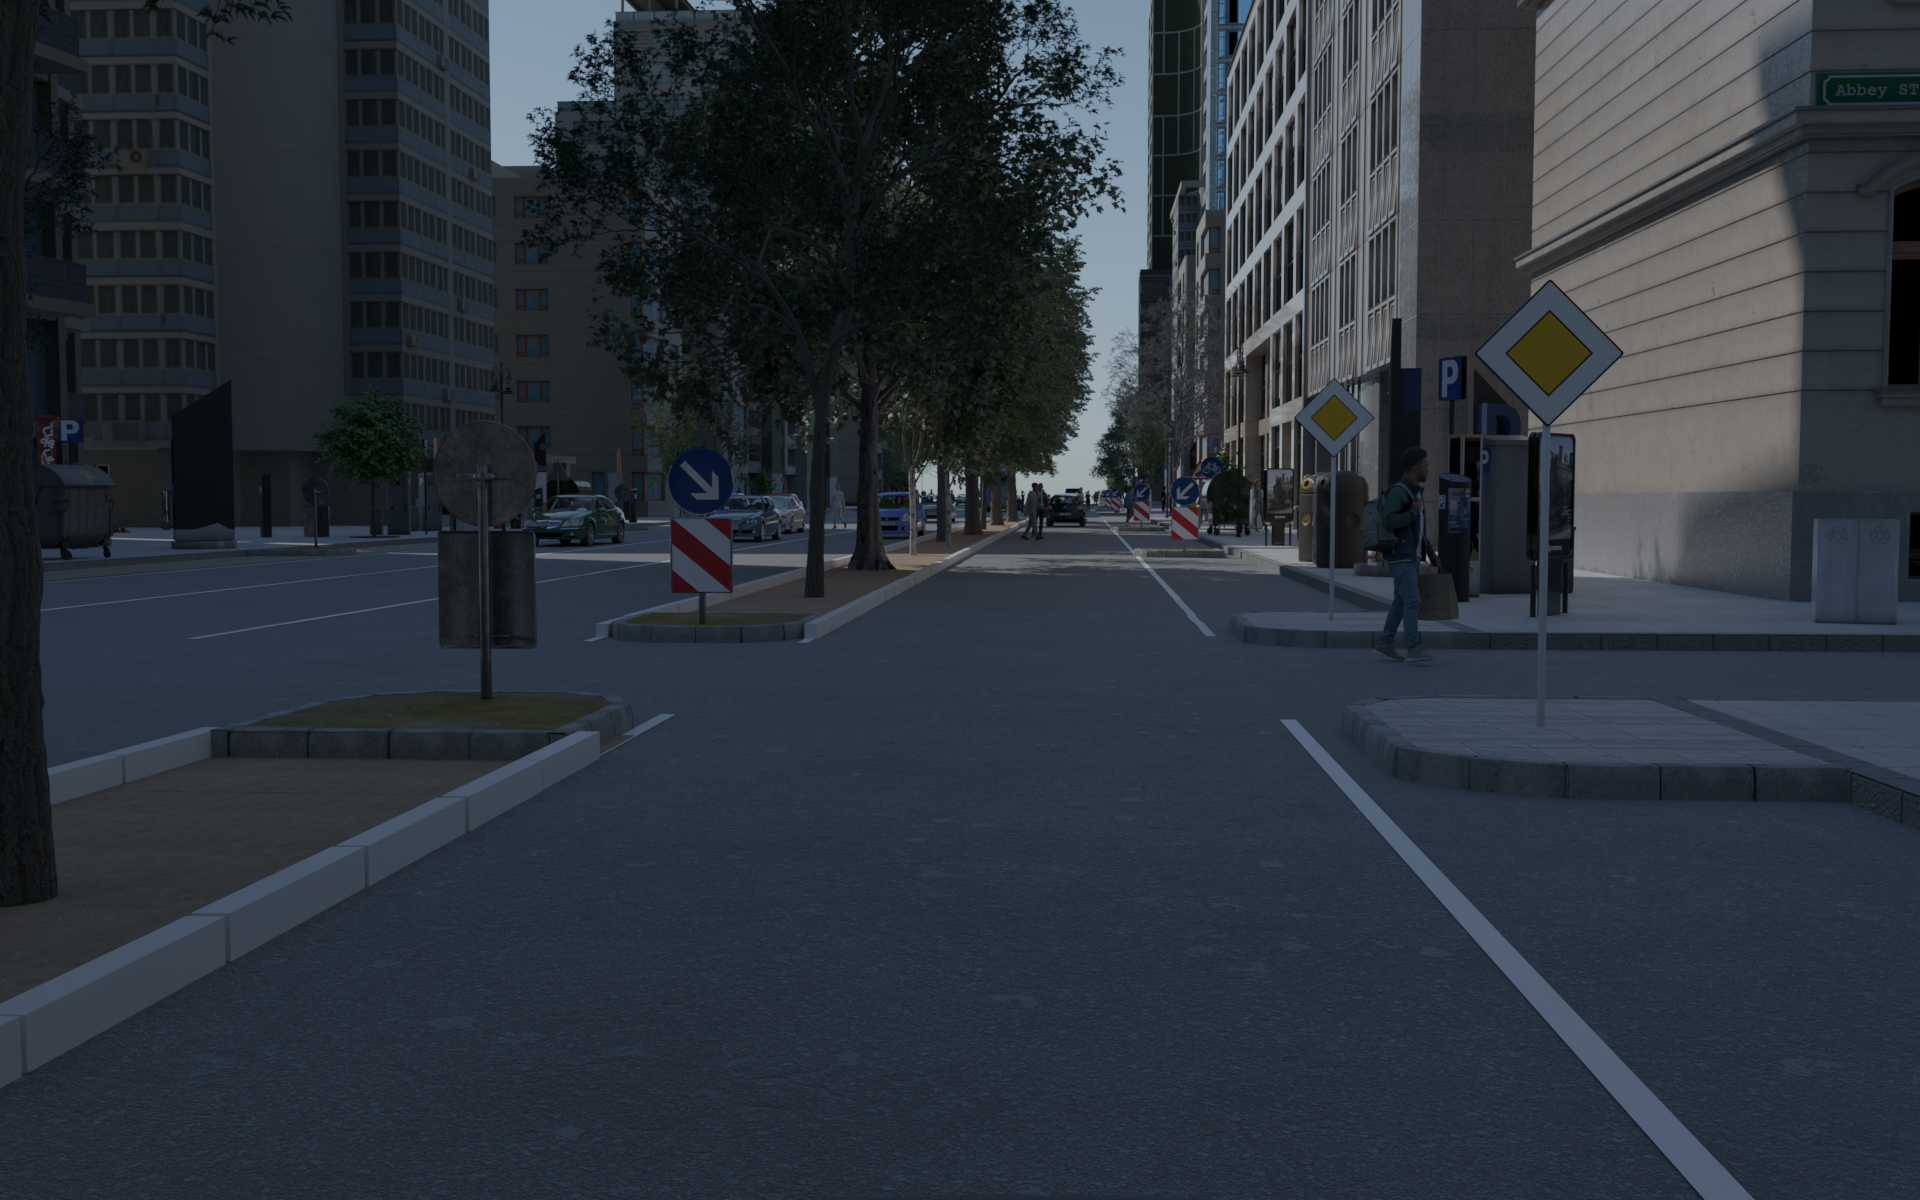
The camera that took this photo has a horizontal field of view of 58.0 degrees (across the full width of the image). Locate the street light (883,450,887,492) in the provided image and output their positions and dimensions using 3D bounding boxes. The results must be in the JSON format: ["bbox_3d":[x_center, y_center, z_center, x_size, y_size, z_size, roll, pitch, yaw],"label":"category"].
[{"bbox_3d":[-7.726,-12.619,179.103,0.468,5.910,1.993,0,4,4],"label":"street light"}]

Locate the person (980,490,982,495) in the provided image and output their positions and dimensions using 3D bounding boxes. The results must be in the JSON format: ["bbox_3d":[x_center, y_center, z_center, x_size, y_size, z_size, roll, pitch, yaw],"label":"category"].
[{"bbox_3d":[1.597,-6.176,110.205,0.721,1.743,1.217,0,4,-1],"label":"person"}]

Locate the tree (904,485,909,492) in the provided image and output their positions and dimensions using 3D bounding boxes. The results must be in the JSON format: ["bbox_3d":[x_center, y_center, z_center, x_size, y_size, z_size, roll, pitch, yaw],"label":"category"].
[{"bbox_3d":[-6.386,-13.269,211.545,1.663,3.219,1.824,0,3,0],"label":"tree"}]

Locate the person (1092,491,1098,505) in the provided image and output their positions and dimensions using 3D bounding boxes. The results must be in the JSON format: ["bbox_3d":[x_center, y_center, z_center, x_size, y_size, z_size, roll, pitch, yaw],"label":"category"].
[{"bbox_3d":[16.184,-12.126,207.315,0.990,1.755,0.434,3,5,39],"label":"person"}]

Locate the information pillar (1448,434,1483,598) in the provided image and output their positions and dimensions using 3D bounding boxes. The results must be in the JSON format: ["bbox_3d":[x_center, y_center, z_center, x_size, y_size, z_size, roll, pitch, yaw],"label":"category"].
[{"bbox_3d":[6.259,-1.040,21.503,0.304,2.012,0.304,-1,4,-19],"label":"information pillar"}]

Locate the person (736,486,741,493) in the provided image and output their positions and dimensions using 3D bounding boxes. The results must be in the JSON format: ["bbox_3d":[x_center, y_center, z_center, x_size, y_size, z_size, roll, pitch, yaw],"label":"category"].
[{"bbox_3d":[-13.257,-6.002,104.699,0.721,1.766,1.217,-3,4,-38],"label":"person"}]

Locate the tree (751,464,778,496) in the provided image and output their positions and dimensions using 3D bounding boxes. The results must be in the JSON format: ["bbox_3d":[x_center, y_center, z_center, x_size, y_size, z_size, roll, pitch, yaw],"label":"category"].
[{"bbox_3d":[-12.805,-7.254,113.205,1.663,3.219,1.824,0,3,0],"label":"tree"}]

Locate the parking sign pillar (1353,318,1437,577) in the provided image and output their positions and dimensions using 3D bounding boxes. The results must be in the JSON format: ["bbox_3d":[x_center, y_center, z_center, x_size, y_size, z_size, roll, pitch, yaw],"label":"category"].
[{"bbox_3d":[6.955,-2.370,27.225,1.447,3.967,1.447,1,4,12],"label":"parking sign pillar"}]

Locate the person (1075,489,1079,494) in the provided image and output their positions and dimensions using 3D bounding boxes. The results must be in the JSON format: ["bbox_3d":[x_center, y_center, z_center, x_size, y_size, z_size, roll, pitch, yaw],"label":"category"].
[{"bbox_3d":[10.442,-8.901,153.660,0.705,1.869,1.348,-3,5,-42],"label":"person"}]

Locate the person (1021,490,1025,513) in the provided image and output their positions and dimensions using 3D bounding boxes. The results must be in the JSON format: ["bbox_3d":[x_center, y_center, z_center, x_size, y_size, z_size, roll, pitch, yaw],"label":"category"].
[{"bbox_3d":[4.893,-7.540,132.579,0.445,1.727,0.742,-2,4,-31],"label":"person"}]

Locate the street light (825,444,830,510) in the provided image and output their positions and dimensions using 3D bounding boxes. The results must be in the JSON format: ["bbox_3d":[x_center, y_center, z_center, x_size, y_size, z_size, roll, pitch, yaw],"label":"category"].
[{"bbox_3d":[-10.632,-10.036,136.874,0.468,5.910,1.993,0,4,4],"label":"street light"}]

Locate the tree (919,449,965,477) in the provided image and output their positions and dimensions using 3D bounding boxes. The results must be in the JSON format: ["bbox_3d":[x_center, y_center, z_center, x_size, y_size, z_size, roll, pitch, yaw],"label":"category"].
[{"bbox_3d":[-2.849,-20.957,253.018,12.009,13.543,11.850,0,3,0],"label":"tree"}]

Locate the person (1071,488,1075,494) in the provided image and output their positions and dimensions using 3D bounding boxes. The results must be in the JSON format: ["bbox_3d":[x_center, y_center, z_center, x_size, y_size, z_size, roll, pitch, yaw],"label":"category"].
[{"bbox_3d":[8.566,-7.543,131.453,0.705,1.869,1.348,-1,4,-17],"label":"person"}]

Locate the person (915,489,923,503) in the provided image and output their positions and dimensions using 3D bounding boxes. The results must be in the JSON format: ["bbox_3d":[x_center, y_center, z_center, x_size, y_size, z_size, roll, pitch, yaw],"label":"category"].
[{"bbox_3d":[-2.707,-5.995,107.246,1.217,1.736,0.721,1,4,22],"label":"person"}]

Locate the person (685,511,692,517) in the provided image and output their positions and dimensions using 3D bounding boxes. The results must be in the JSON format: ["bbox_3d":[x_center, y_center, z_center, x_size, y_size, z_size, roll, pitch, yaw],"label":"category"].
[{"bbox_3d":[-8.422,-2.468,53.540,0.332,1.250,0.352,-3,5,-44],"label":"person"}]

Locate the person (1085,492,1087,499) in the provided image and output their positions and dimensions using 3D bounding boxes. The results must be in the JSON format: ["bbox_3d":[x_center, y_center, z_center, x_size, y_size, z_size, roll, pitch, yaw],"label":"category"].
[{"bbox_3d":[17.668,-14.198,241.351,0.721,1.743,1.217,0,4,-3],"label":"person"}]

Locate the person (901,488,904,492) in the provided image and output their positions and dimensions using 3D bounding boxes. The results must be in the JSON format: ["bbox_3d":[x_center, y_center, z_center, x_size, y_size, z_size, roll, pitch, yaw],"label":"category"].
[{"bbox_3d":[-3.622,-6.234,110.357,0.705,1.831,1.348,3,4,37],"label":"person"}]

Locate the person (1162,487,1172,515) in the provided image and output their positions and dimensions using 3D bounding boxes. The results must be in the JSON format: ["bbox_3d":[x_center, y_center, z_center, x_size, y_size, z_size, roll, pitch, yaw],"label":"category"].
[{"bbox_3d":[12.682,-5.976,103.773,0.705,1.821,1.348,-3,5,-43],"label":"person"}]

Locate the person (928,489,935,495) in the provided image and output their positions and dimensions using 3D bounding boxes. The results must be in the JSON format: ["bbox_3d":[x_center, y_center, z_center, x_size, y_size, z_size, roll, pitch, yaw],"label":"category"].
[{"bbox_3d":[-2.280,-7.891,137.501,1.348,1.826,0.705,0,4,-2],"label":"person"}]

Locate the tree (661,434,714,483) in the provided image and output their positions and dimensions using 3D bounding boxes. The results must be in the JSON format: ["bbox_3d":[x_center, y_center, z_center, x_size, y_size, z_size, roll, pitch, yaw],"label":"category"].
[{"bbox_3d":[-14.314,-6.612,91.812,4.285,4.588,4.351,0,3,0],"label":"tree"}]

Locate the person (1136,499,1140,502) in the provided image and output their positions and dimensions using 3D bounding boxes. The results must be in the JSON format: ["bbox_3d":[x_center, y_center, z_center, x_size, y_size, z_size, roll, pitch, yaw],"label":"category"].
[{"bbox_3d":[15.189,-8.660,147.264,1.348,1.869,0.705,1,4,17],"label":"person"}]

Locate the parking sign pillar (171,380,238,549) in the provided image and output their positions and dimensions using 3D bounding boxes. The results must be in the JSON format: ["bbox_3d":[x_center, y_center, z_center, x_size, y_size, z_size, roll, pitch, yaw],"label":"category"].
[{"bbox_3d":[-17.808,-3.195,40.707,1.447,3.967,1.447,-2,4,-32],"label":"parking sign pillar"}]

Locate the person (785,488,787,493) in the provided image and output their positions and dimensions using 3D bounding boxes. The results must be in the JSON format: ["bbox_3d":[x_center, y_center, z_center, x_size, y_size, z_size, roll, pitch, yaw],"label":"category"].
[{"bbox_3d":[-11.692,-6.728,116.853,0.445,1.727,0.742,-1,4,-22],"label":"person"}]

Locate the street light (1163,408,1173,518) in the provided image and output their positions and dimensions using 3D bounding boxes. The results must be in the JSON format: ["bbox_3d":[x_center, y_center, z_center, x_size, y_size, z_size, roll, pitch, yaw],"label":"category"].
[{"bbox_3d":[10.986,-7.274,91.725,0.468,5.910,1.993,0,4,4],"label":"street light"}]

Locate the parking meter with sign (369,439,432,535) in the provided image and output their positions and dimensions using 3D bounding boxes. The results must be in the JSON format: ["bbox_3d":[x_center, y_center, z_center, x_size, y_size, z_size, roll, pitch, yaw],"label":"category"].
[{"bbox_3d":[-17.675,-3.562,54.508,1.738,3.016,0.543,0,4,-7],"label":"parking meter with sign"}]

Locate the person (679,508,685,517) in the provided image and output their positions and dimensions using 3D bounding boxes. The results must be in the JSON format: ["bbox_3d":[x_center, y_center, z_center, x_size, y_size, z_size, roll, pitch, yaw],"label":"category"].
[{"bbox_3d":[-15.710,-5.424,97.950,0.991,1.433,0.599,-1,4,-9],"label":"person"}]

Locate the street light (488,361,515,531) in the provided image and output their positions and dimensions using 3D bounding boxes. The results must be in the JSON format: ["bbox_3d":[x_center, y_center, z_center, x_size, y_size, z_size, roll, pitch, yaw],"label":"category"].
[{"bbox_3d":[-15.952,-5.358,60.385,0.468,5.910,1.993,0,4,4],"label":"street light"}]

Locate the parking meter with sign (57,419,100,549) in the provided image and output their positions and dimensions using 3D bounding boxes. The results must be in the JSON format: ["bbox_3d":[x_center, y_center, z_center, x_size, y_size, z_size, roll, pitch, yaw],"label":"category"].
[{"bbox_3d":[-20.764,-2.731,40.912,0.543,3.016,1.738,-1,4,-13],"label":"parking meter with sign"}]

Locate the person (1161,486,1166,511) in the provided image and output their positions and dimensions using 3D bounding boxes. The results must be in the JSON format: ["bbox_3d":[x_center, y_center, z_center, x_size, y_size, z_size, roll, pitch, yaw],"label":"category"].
[{"bbox_3d":[15.208,-7.543,129.008,0.705,1.869,1.348,-1,4,-9],"label":"person"}]

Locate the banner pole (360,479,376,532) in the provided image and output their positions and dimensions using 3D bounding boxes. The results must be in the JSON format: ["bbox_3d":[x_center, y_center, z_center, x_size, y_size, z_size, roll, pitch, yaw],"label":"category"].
[{"bbox_3d":[-20.102,-4.214,58.911,0.863,3.779,0.401,2,4,25],"label":"banner pole"}]

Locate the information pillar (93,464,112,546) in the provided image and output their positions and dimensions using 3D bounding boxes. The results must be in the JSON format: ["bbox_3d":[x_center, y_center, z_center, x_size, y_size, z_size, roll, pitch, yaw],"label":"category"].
[{"bbox_3d":[-21.217,-2.345,42.838,0.304,2.012,0.304,-3,5,-42],"label":"information pillar"}]

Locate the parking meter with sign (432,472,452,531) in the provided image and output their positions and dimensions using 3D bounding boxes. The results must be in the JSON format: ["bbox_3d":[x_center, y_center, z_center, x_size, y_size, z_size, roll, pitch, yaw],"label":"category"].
[{"bbox_3d":[-18.398,-3.901,60.036,0.543,3.016,1.738,3,5,41],"label":"parking meter with sign"}]

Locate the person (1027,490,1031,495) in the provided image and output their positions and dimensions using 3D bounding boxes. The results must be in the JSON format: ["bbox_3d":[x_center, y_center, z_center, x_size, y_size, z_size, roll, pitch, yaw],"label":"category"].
[{"bbox_3d":[6.236,-8.845,153.558,0.568,1.767,0.683,-1,4,-20],"label":"person"}]

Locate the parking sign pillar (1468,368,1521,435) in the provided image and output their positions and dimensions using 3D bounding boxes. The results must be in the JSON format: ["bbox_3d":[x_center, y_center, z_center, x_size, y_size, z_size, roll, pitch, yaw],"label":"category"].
[{"bbox_3d":[11.571,-2.994,37.429,1.447,3.967,1.447,-2,4,-32],"label":"parking sign pillar"}]

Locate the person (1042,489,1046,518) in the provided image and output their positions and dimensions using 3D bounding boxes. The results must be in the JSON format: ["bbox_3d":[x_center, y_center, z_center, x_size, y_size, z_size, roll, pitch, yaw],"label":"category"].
[{"bbox_3d":[5.088,-5.847,104.822,1.217,1.743,0.721,-2,4,-26],"label":"person"}]

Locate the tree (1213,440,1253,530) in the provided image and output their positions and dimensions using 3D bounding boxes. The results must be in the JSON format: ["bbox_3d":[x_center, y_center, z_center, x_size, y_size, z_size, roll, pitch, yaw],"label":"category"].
[{"bbox_3d":[9.351,-4.093,61.528,1.663,3.219,1.824,0,3,0],"label":"tree"}]

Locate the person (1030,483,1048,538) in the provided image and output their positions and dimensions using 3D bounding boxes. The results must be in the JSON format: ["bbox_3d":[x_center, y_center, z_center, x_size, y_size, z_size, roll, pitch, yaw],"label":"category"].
[{"bbox_3d":[2.581,-2.952,56.947,0.721,1.800,0.419,-1,4,-21],"label":"person"}]

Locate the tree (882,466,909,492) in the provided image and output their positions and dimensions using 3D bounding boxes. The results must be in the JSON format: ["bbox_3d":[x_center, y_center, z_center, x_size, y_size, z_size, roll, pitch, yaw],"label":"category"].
[{"bbox_3d":[-7.046,-12.734,191.922,4.285,4.588,4.351,0,3,0],"label":"tree"}]

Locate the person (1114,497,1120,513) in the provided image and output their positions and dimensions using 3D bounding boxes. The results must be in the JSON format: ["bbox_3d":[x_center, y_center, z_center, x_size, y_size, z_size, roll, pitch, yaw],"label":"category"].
[{"bbox_3d":[12.027,-7.573,132.980,0.621,1.740,0.551,-2,4,-25],"label":"person"}]

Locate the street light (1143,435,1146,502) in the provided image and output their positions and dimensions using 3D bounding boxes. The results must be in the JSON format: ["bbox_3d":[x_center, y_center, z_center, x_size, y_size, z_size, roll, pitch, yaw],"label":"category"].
[{"bbox_3d":[13.545,-9.482,127.822,0.468,5.910,1.993,0,4,4],"label":"street light"}]

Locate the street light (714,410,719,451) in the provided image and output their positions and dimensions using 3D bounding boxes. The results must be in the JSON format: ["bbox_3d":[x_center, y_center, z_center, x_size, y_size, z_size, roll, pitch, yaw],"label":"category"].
[{"bbox_3d":[-13.506,-7.510,95.580,0.468,5.910,1.993,0,4,4],"label":"street light"}]

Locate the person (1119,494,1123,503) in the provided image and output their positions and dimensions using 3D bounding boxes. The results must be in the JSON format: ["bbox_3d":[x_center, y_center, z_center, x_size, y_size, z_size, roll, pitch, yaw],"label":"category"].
[{"bbox_3d":[19.471,-12.420,208.982,0.599,1.838,0.709,-2,4,-34],"label":"person"}]

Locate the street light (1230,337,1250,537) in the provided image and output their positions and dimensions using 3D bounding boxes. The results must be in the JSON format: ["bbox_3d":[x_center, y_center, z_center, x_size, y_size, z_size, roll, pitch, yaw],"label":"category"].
[{"bbox_3d":[8.268,-4.800,51.276,0.468,5.910,1.993,0,4,4],"label":"street light"}]

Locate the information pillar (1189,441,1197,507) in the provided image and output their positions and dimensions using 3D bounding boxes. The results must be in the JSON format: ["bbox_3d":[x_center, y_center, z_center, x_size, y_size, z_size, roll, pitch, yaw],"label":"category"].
[{"bbox_3d":[10.249,-5.181,76.069,0.183,3.616,0.504,-2,4,-24],"label":"information pillar"}]

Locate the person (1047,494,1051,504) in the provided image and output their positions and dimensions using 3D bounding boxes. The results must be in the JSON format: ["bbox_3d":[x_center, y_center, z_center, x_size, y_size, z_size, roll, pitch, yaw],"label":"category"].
[{"bbox_3d":[4.797,-5.096,95.041,0.599,1.433,0.991,2,4,31],"label":"person"}]

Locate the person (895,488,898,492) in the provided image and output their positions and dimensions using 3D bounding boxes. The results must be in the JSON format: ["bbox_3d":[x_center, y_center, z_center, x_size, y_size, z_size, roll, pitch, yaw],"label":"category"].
[{"bbox_3d":[-4.891,-7.629,132.860,0.705,1.869,1.348,-1,4,-16],"label":"person"}]

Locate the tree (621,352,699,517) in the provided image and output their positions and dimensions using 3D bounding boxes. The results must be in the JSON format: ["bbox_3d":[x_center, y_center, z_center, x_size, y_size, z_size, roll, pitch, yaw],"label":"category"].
[{"bbox_3d":[-14.412,-8.328,86.527,4.737,8.622,4.395,0,3,0],"label":"tree"}]

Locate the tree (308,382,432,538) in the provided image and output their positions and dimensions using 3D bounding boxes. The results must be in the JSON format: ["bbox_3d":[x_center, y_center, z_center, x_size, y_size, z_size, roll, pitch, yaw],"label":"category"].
[{"bbox_3d":[-17.380,-4.122,51.115,4.285,4.588,4.351,0,3,0],"label":"tree"}]

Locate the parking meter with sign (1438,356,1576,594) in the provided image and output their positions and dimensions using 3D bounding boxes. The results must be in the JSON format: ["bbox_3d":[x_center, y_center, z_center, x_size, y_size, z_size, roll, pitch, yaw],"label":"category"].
[{"bbox_3d":[7.061,-1.592,22.292,1.738,3.016,0.543,-1,4,-14],"label":"parking meter with sign"}]

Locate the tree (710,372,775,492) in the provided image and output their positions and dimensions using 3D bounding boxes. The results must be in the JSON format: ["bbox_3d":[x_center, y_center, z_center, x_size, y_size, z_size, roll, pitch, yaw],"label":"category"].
[{"bbox_3d":[-13.223,-9.269,101.908,4.360,8.622,3.978,0,3,0],"label":"tree"}]

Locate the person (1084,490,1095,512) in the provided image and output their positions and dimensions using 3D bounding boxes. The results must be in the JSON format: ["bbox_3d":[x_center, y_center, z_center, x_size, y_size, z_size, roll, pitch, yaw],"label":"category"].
[{"bbox_3d":[10.550,-8.105,141.733,1.217,1.735,0.721,-3,4,-36],"label":"person"}]

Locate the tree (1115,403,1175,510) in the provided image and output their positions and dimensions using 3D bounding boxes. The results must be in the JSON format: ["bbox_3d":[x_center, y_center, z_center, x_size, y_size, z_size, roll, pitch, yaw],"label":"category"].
[{"bbox_3d":[14.989,-11.487,138.170,4.360,8.622,3.978,0,3,0],"label":"tree"}]

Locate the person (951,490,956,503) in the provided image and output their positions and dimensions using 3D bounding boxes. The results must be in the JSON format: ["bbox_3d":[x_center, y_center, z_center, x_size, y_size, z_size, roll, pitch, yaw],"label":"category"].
[{"bbox_3d":[-0.551,-7.425,130.448,0.434,1.755,0.990,2,4,35],"label":"person"}]

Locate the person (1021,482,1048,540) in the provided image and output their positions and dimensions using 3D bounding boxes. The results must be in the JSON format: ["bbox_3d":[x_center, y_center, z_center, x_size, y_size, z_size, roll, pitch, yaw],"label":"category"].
[{"bbox_3d":[2.267,-2.754,53.803,0.850,1.792,0.678,2,4,27],"label":"person"}]

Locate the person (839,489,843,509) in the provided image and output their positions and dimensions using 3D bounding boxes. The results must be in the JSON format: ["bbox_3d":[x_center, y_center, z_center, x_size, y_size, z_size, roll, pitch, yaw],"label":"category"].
[{"bbox_3d":[-10.261,-8.691,148.584,0.568,1.767,0.683,1,4,17],"label":"person"}]

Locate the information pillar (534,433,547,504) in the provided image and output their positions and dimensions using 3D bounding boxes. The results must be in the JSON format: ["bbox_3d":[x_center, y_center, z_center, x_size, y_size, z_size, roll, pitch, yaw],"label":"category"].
[{"bbox_3d":[-15.928,-4.553,65.802,0.183,3.616,0.504,3,5,43],"label":"information pillar"}]

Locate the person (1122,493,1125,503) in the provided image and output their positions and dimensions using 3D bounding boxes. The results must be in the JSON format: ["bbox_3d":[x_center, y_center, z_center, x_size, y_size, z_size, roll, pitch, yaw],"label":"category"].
[{"bbox_3d":[22.843,-14.381,241.973,0.445,1.727,0.742,3,5,44],"label":"person"}]

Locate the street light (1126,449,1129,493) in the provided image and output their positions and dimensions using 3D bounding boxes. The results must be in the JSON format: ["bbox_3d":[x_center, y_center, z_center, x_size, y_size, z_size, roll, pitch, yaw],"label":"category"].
[{"bbox_3d":[16.180,-11.957,168.277,0.468,5.910,1.993,0,4,4],"label":"street light"}]

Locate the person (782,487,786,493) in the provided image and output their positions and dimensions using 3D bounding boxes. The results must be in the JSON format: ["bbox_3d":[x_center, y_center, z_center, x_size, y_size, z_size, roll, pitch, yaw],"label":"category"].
[{"bbox_3d":[-10.124,-5.584,99.812,1.348,1.822,0.705,-1,4,-19],"label":"person"}]

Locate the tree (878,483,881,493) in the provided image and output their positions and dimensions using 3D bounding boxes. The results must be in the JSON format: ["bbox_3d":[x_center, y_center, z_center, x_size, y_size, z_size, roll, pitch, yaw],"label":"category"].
[{"bbox_3d":[-8.484,-10.781,170.874,1.663,3.219,1.824,0,3,0],"label":"tree"}]
